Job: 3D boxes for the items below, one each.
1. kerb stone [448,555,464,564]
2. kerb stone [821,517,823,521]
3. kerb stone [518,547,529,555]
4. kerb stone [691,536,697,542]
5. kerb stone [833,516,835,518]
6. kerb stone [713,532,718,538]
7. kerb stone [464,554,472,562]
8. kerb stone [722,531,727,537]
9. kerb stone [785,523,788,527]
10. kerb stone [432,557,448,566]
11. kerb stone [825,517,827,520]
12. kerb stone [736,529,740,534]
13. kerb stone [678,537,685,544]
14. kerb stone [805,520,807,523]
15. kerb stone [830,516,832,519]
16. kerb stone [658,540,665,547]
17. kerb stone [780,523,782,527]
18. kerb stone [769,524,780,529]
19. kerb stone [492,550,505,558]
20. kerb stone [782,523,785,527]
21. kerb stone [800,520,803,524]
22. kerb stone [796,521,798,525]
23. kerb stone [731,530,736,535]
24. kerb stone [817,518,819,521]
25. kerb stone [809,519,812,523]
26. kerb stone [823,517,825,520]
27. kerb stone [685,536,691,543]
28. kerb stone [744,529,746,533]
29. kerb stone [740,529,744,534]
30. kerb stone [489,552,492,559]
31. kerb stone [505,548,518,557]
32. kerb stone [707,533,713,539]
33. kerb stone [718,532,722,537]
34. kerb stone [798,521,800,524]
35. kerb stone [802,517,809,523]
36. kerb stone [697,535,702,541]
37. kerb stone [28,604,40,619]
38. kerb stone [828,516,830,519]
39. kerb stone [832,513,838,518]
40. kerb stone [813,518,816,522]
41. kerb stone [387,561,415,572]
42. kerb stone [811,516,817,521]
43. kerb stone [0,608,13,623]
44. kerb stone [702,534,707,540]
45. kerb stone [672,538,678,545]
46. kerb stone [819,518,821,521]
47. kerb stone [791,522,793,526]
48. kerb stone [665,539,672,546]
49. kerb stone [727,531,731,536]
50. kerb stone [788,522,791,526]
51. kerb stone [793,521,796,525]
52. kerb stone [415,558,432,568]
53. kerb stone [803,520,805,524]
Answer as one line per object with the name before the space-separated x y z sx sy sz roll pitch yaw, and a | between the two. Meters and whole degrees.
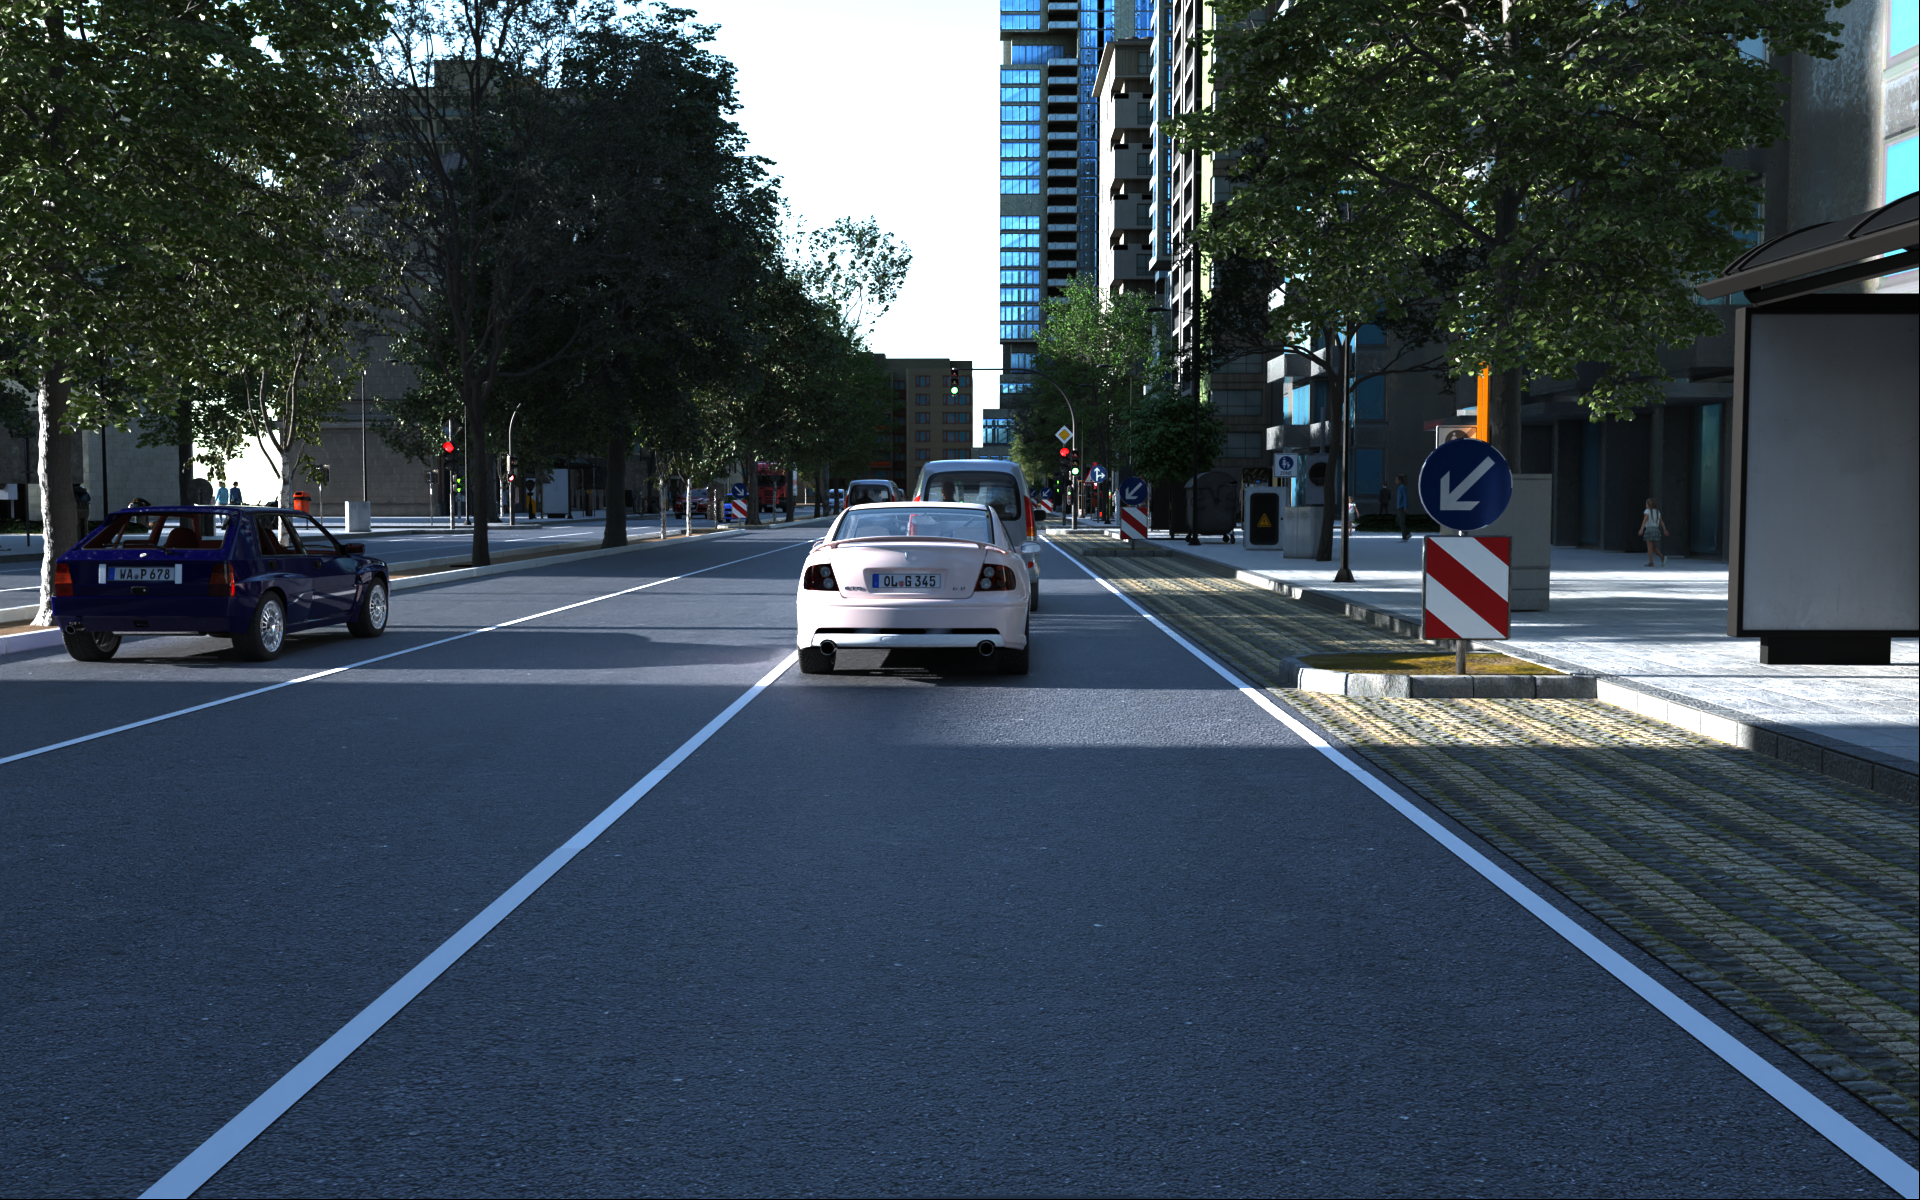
kerb stone | -10.439 -0.816 35.547 0.120 0.150 1.000 0 4 1
kerb stone | -7.552 -4.293 92.458 0.120 0.150 1.000 0 4 1
kerb stone | -10.372 -1.131 40.689 0.120 0.150 1.000 0 4 1
kerb stone | -8.113 -1.817 51.908 0.120 0.150 1.000 0 4 1
kerb stone | -7.449 -4.736 99.633 0.120 0.150 1.000 0 4 1
kerb stone | -8.057 -2.069 56.027 0.120 0.150 1.000 0 4 1
kerb stone | -10.431 -0.880 36.577 0.120 0.150 1.000 0 4 1
kerb stone | -8.032 -2.195 58.078 0.120 0.150 1.000 0 4 1
kerb stone | -7.771 -3.293 76.032 0.120 0.150 1.000 0 4 1
kerb stone | -10.461 -0.753 34.515 0.120 0.150 1.000 0 4 1
kerb stone | -7.524 -4.422 94.502 0.120 0.150 1.000 0 4 1
kerb stone | -7.990 -2.383 61.152 0.120 0.150 1.000 0 4 1
kerb stone | -8.147 -1.692 49.858 0.120 0.150 1.000 0 4 1
kerb stone | -7.671 -3.793 84.226 0.120 0.150 1.000 0 4 1
kerb stone | -7.474 -4.609 97.579 0.120 0.150 1.000 0 4 1
kerb stone | -8.186 -1.503 46.777 0.120 0.150 1.000 0 4 1
kerb stone | -7.808 -3.167 73.976 0.120 0.150 1.000 0 4 1
kerb stone | -7.813 -3.100 72.954 0.120 0.150 1.000 0 4 1
kerb stone | -10.404 -1.001 38.644 0.120 0.150 1.000 0 4 1
kerb stone | -7.796 -3.224 74.998 0.120 0.150 1.000 0 4 1
kerb stone | -7.696 -3.666 82.182 0.120 0.150 1.000 0 4 1
kerb stone | -7.714 -3.543 80.123 0.120 0.150 1.000 0 4 1
kerb stone | -7.997 -2.319 60.122 0.120 0.150 1.000 0 4 1
kerb stone | -7.576 -4.168 90.400 0.120 0.150 1.000 0 4 1
kerb stone | -7.634 -3.920 86.285 0.120 0.150 1.000 0 4 1
kerb stone | -7.533 -4.360 93.480 0.120 0.150 1.000 0 4 1
kerb stone | -8.129 -1.755 50.883 0.120 0.150 1.000 0 4 1
kerb stone | -7.950 -2.504 63.211 0.120 0.150 1.000 0 4 1
kerb stone | -7.968 -2.446 62.187 0.120 0.150 1.000 0 4 1
kerb stone | -10.413 -0.942 37.603 0.120 0.150 1.000 0 4 1
kerb stone | -10.378 -1.069 39.667 0.120 0.150 1.000 0 4 1
kerb stone | -8.067 -1.999 54.997 0.120 0.150 1.000 0 4 1
kerb stone | -8.046 -2.132 57.057 0.120 0.150 1.000 0 4 1
kerb stone | -7.708 -3.606 81.148 0.120 0.150 1.000 0 4 1
kerb stone | -7.646 -3.856 85.248 0.120 0.150 1.000 0 4 1
kerb stone | -8.098 -1.879 52.933 0.120 0.150 1.000 0 4 1
kerb stone | -10.660 0.124 20.167 0.120 0.150 1.000 0 4 1
kerb stone | -7.488 -4.547 96.552 0.120 0.150 1.000 0 4 1
kerb stone | -7.425 -4.858 101.688 0.120 0.150 1.000 0 4 1
kerb stone | -7.605 -4.044 88.343 0.120 0.150 1.000 0 4 1
kerb stone | -10.483 -0.627 32.453 0.120 0.150 1.000 0 4 1
kerb stone | -7.592 -4.105 89.372 0.120 0.150 1.000 0 4 1
kerb stone | -10.667 0.191 19.144 0.120 0.150 1.000 0 4 1
kerb stone | -8.089 -1.941 53.965 0.120 0.150 1.000 0 4 1
kerb stone | -8.157 -1.623 48.828 0.120 0.150 1.000 0 4 1
kerb stone | -7.561 -4.235 91.431 0.120 0.150 1.000 0 4 1
kerb stone | -7.751 -3.413 78.076 0.120 0.150 1.000 0 4 1
kerb stone | -8.175 -1.565 47.803 0.120 0.150 1.000 0 4 1
kerb stone | -8.022 -2.257 59.100 0.120 0.150 1.000 0 4 1
kerb stone | -7.758 -3.355 77.054 0.120 0.150 1.000 0 4 1
kerb stone | -7.729 -3.479 79.098 0.120 0.150 1.000 0 4 1
kerb stone | -10.478 -0.683 33.480 0.120 0.150 1.000 0 4 1
kerb stone | -7.681 -3.731 83.204 0.120 0.150 1.000 0 4 1
